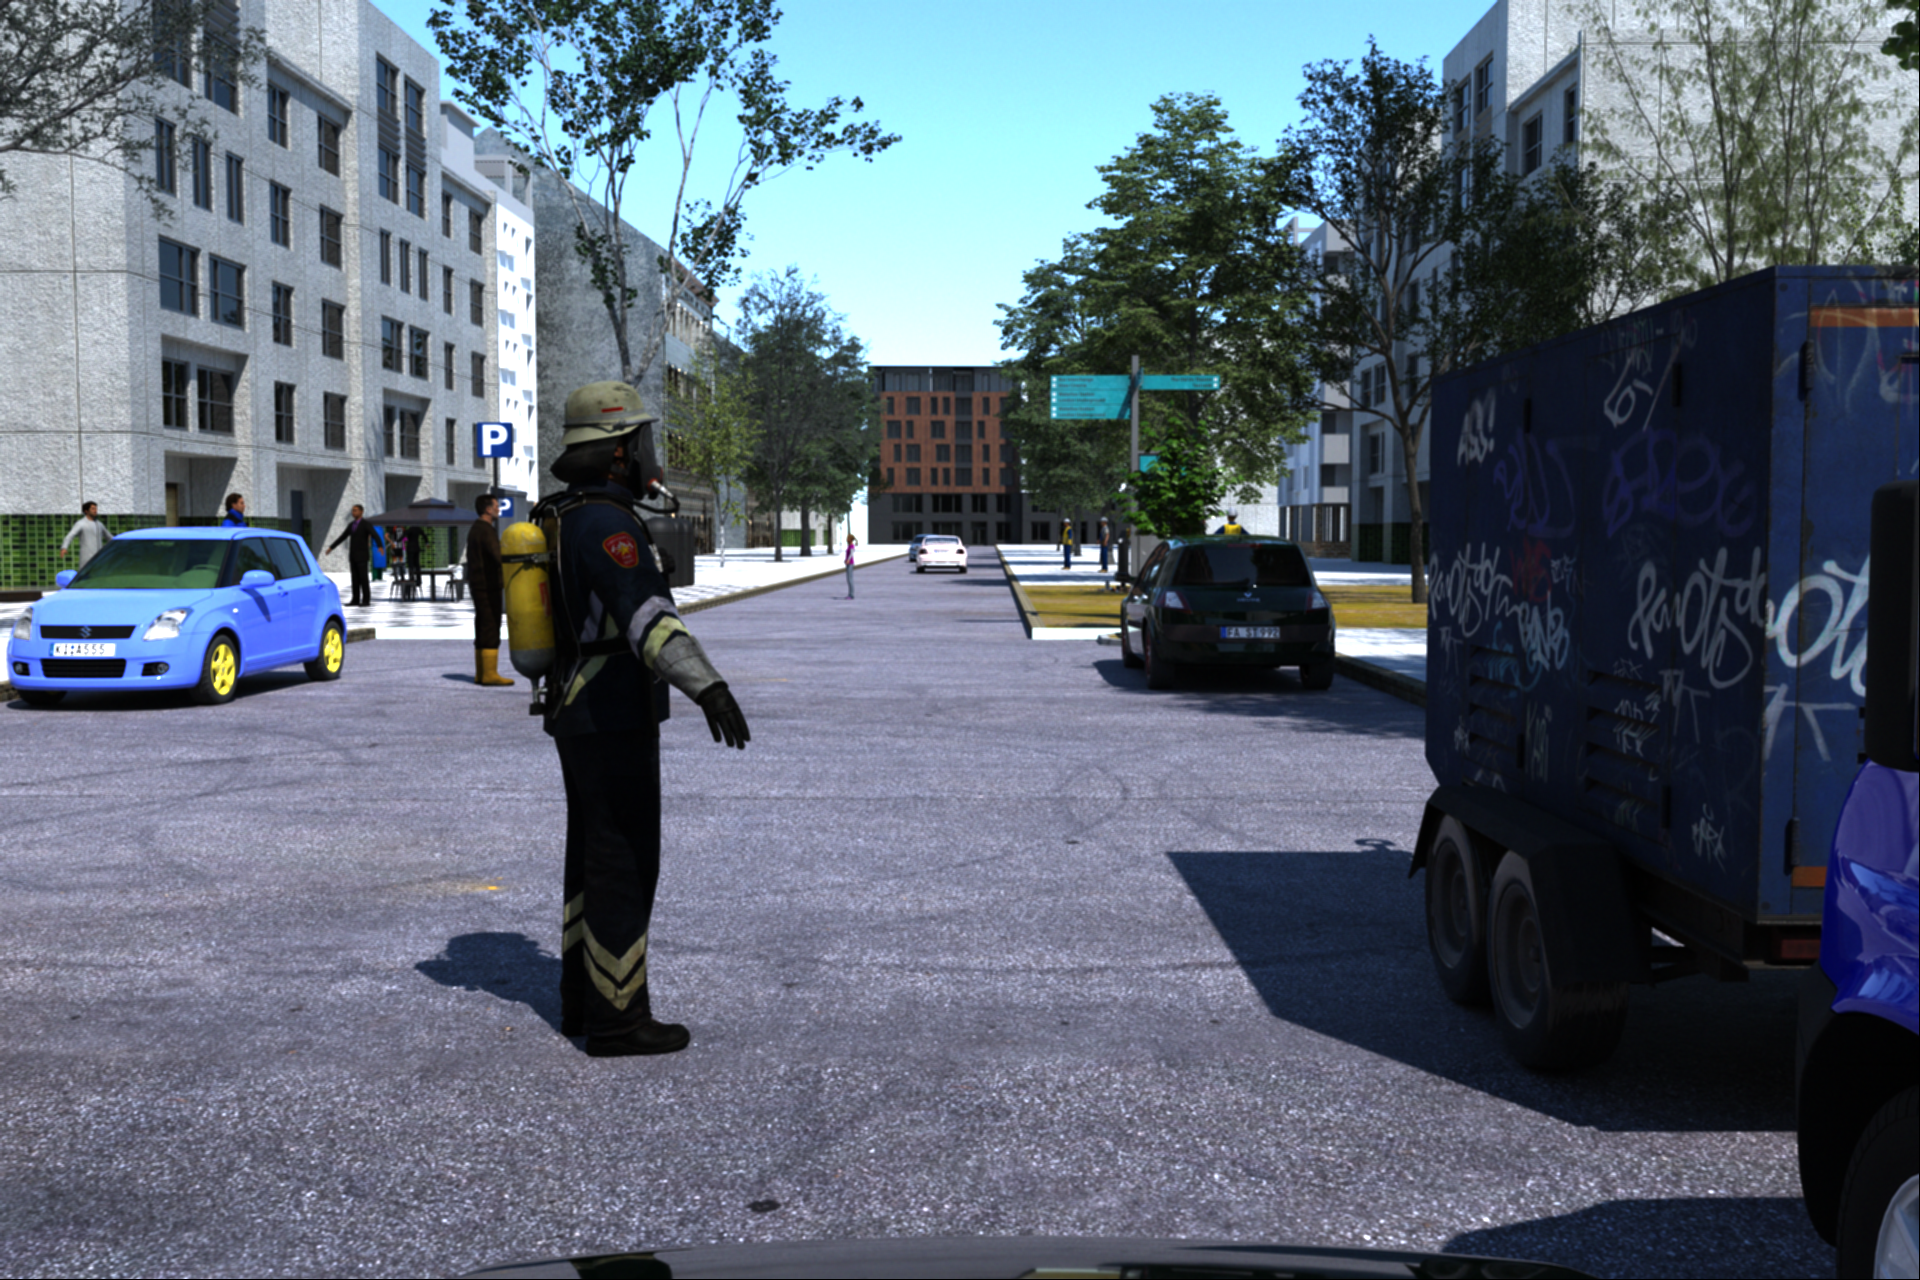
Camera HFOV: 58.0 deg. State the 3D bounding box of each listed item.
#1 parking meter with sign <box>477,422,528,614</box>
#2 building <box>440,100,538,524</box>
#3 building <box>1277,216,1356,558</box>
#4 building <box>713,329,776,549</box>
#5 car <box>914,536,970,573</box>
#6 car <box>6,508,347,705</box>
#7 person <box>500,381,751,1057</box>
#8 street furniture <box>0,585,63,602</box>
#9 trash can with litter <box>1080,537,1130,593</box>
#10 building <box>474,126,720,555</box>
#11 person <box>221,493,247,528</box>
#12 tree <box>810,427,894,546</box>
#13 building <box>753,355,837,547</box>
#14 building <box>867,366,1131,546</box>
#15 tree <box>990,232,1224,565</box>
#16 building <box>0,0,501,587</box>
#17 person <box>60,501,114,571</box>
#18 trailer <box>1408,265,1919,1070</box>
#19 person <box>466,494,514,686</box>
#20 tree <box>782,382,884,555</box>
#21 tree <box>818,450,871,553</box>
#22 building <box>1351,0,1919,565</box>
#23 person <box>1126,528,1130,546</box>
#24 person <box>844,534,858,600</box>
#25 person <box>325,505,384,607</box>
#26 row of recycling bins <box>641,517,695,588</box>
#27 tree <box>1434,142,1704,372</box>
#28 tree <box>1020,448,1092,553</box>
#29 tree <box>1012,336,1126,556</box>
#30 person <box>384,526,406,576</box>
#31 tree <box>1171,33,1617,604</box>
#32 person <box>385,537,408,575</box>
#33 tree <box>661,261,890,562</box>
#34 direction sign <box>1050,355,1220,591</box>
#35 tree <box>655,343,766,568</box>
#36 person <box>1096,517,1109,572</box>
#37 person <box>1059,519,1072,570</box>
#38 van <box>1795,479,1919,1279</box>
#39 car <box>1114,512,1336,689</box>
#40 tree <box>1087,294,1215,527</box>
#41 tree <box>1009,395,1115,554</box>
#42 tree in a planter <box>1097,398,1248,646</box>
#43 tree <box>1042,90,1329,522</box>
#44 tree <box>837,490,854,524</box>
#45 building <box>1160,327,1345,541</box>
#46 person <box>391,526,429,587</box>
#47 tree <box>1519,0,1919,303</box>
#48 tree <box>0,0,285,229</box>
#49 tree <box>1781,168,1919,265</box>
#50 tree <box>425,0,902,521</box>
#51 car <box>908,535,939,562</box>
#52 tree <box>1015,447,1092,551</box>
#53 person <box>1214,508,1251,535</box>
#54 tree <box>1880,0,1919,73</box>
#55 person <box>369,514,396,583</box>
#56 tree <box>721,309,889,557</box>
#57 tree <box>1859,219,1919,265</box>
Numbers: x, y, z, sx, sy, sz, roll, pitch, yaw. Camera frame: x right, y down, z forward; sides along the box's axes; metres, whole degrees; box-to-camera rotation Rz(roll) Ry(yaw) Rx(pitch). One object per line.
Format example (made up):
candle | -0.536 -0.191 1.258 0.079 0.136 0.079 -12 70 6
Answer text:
parking meter with sign | -7.240 -1.937 27.933 0.543 3.016 1.738 0 4 1
building | -27.116 -13.494 77.048 16.016 20.090 11.380 0 4 1
building | 24.516 -15.152 104.154 16.016 20.090 11.380 0 4 1
building | -27.251 -19.939 156.931 19.493 23.208 18.063 0 4 2
car | -0.673 -3.180 64.351 2.083 1.381 4.827 0 4 0
car | -6.983 -0.371 15.655 1.945 1.707 3.694 0 4 1
person | -0.962 0.206 4.872 0.705 1.856 1.354 -2 4 -30
street furniture | -22.809 -1.545 32.114 9.812 1.723 11.010 2 4 27
trash can with litter | 3.572 -1.687 38.636 1.678 1.210 2.233 0 4 0
building | -25.225 -16.630 102.835 19.493 23.208 18.063 0 4 0
person | -9.656 -1.053 23.197 0.704 1.831 1.345 -1 4 -9
tree | -8.357 -11.713 125.921 7.601 10.594 8.767 -2 4 -31
building | -23.158 -19.601 186.941 16.747 18.905 31.486 0 4 2
building | 4.696 -22.827 219.651 32.646 21.610 27.936 0 4 -2
tree | 5.998 -10.080 71.457 9.857 13.997 8.962 0 3 0
building | -27.924 -11.647 56.894 16.747 18.905 31.486 0 4 1
person | -14.014 -1.334 27.995 0.705 1.806 1.347 1 4 21
trailer | 2.201 0.085 5.660 1.471 1.999 3.904 0 3 0
person | -4.450 -0.479 16.428 0.704 1.812 1.346 -2 4 -33
tree | -8.295 -11.169 108.368 9.928 11.665 9.643 0 3 0
tree | -8.098 -10.182 116.835 4.360 8.622 3.978 0 3 0
building | 26.327 -12.130 64.780 16.747 18.905 31.486 0 4 1
person | 5.996 -3.270 59.238 0.705 1.858 1.354 2 4 25
person | -2.470 -1.606 37.988 0.599 1.433 0.991 0 4 -7
person | -10.646 -1.492 30.620 1.346 1.802 0.704 2 4 26
row of recycling bins | -7.117 -2.162 42.468 1.069 1.692 3.534 0 4 0
tree | 15.104 -6.579 41.972 7.601 10.594 8.767 0 4 6
tree | 7.867 -11.889 120.143 9.928 11.665 9.643 0 3 0
tree | 6.512 -11.034 98.533 7.486 12.596 7.792 0 3 0
person | -17.210 -2.862 52.941 0.704 1.843 1.345 3 5 42
tree | 8.390 -5.969 32.013 8.767 10.594 7.601 -1 4 -23
person | -17.690 -2.786 54.818 0.991 1.433 0.599 -1 4 -21
tree | -8.240 -10.279 78.427 12.009 13.543 11.850 0 3 0
direction sign | 2.608 -2.243 25.434 2.525 3.948 1.411 0 4 1
tree | -9.238 -7.074 66.017 4.737 8.622 4.395 0 3 0
person | 4.804 -3.193 58.057 0.705 1.847 1.347 0 4 -7
person | 3.830 -3.454 62.438 0.705 1.833 1.349 -1 4 -12
van | 2.218 0.237 0.509 2.240 2.365 5.245 0 4 1
car | 2.591 -0.464 17.371 2.009 1.686 4.222 0 4 1
tree | 6.146 -6.292 53.231 4.360 8.622 3.978 0 3 0
tree | 7.143 -11.277 110.131 9.928 11.665 9.643 0 3 0
tree in a planter | 2.825 -1.561 22.744 1.991 3.239 1.994 0 4 1
tree | 5.943 -7.788 45.454 7.486 12.596 7.792 0 3 0
tree | -16.489 -18.208 215.821 7.486 12.596 7.792 0 3 0
building | 26.453 -17.758 156.800 16.747 18.905 31.486 0 4 1
person | -13.348 -2.166 42.130 0.721 1.740 1.216 2 4 27
tree | 8.741 -4.157 18.331 4.360 8.622 3.978 0 3 0
tree | -12.543 -6.562 17.660 12.009 13.543 11.850 0 3 0
tree | 18.225 -5.107 33.866 4.737 8.622 4.395 0 3 0
tree | -8.131 -11.805 48.897 12.611 20.169 13.585 0 3 0
car | -1.681 -4.753 89.720 2.014 1.417 4.499 0 4 1
tree | 7.719 -11.968 130.094 7.601 10.594 8.767 -2 4 -24
person | 5.034 -1.582 32.335 1.216 1.772 0.721 -1 4 -9
tree | 8.540 -5.533 8.600 7.486 12.596 7.792 0 3 0
person | -15.412 -2.434 45.918 0.704 1.817 1.347 1 4 12
tree | -8.741 -11.661 97.310 9.857 13.997 8.962 0 3 0
tree | 21.962 -5.568 41.398 4.360 8.622 3.978 0 3 0
